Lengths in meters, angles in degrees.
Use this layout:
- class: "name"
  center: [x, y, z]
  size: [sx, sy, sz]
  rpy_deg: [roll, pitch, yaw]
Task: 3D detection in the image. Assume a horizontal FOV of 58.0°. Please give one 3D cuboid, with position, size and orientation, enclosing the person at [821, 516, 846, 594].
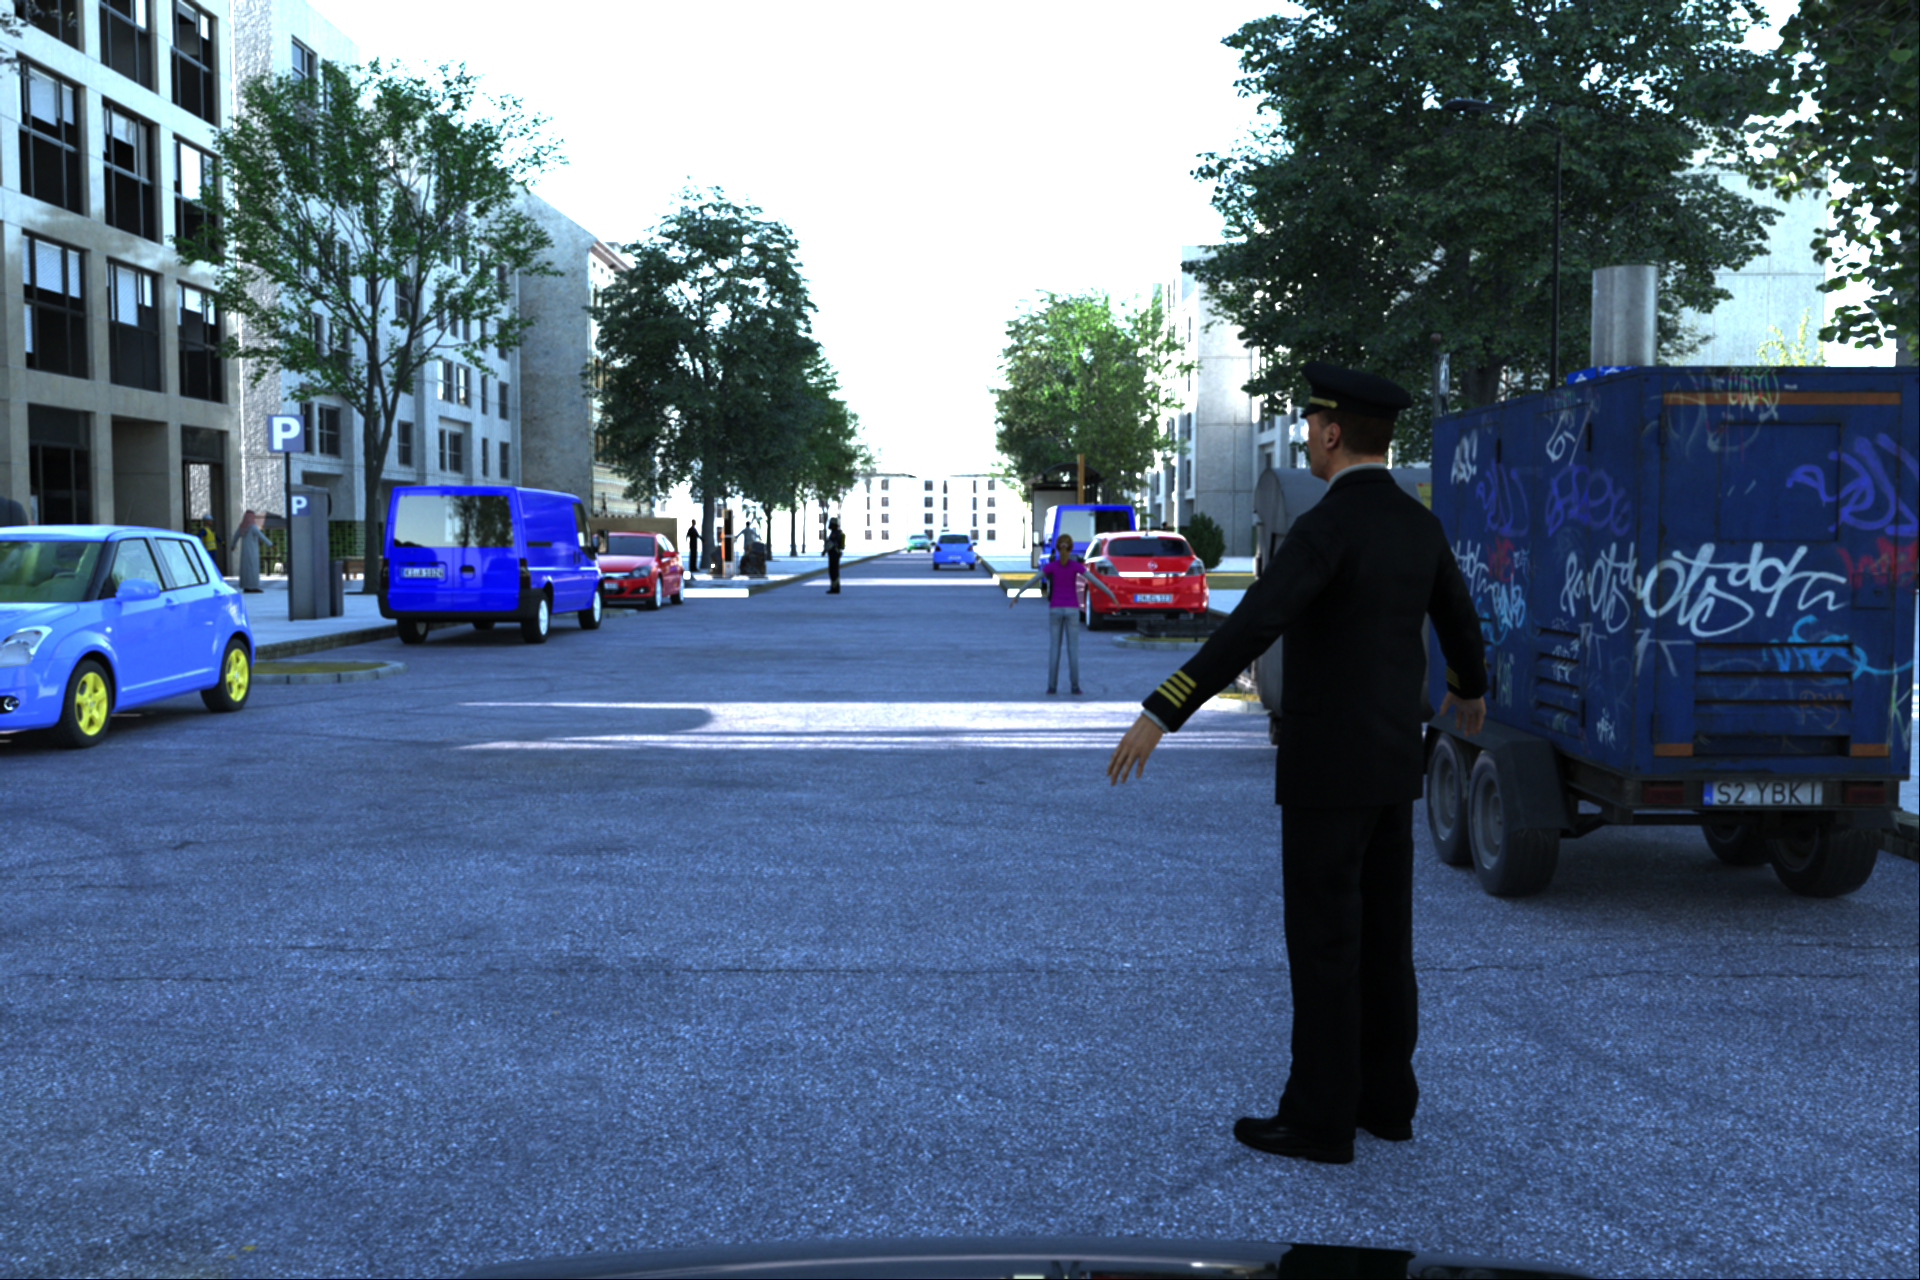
- class: "person"
  center: [-3.058, -2.048, 41.723]
  size: [0.705, 1.856, 1.354]
  rpy_deg: [1, 4, 10]

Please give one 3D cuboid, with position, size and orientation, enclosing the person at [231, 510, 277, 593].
- class: "person"
  center: [-15.481, -1.938, 37.834]
  size: [1.347, 1.811, 0.704]
  rpy_deg: [2, 4, 27]

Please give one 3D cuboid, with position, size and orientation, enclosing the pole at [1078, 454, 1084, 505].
- class: "pole"
  center: [3.085, -3.081, 44.220]
  size: [0.158, 3.312, 0.155]
  rpy_deg: [0, 3, 0]

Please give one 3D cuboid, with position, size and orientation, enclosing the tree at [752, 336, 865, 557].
- class: "tree"
  center: [-9.277, -11.014, 98.198]
  size: [7.486, 12.596, 7.792]
  rpy_deg: [0, 3, 0]

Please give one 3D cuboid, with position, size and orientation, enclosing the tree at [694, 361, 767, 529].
- class: "tree"
  center: [-9.708, -7.538, 73.611]
  size: [4.737, 8.622, 4.395]
  rpy_deg: [0, 3, 0]

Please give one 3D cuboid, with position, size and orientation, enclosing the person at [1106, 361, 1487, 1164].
- class: "person"
  center: [0.889, 0.265, 4.065]
  size: [1.347, 1.837, 0.705]
  rpy_deg: [-3, 5, -41]

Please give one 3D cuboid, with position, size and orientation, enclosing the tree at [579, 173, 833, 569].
- class: "tree"
  center: [-9.142, -9.568, 63.085]
  size: [9.857, 13.997, 8.962]
  rpy_deg: [0, 3, 0]

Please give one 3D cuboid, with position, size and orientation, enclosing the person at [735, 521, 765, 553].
- class: "person"
  center: [-8.475, -3.863, 69.341]
  size: [1.347, 1.806, 0.705]
  rpy_deg: [1, 4, 12]

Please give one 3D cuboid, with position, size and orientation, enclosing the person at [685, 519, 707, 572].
- class: "person"
  center: [-9.014, -3.211, 58.730]
  size: [0.704, 1.802, 1.346]
  rpy_deg: [1, 4, 20]

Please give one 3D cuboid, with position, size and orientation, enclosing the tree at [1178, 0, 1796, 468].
- class: "tree"
  center: [8.364, -7.434, 28.199]
  size: [9.857, 13.997, 8.962]
  rpy_deg: [0, 3, 0]

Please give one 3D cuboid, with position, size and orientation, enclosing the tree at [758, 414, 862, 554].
- class: "tree"
  center: [-9.797, -10.837, 111.597]
  size: [7.601, 10.594, 8.767]
  rpy_deg: [-2, 4, -26]

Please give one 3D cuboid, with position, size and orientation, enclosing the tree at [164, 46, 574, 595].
- class: "tree"
  center: [-12.358, -6.780, 36.605]
  size: [9.928, 11.665, 9.643]
  rpy_deg: [0, 3, 0]

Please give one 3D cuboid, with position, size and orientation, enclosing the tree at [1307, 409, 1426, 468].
- class: "tree"
  center: [14.080, -6.556, 57.561]
  size: [4.360, 8.622, 3.978]
  rpy_deg: [0, 3, 0]

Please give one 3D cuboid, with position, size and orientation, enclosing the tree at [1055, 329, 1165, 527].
- class: "tree"
  center: [5.510, -6.808, 61.665]
  size: [4.737, 8.622, 4.395]
  rpy_deg: [0, 3, 0]

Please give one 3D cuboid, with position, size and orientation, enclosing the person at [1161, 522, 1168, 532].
- class: "person"
  center: [8.952, -4.242, 75.537]
  size: [0.705, 1.806, 1.347]
  rpy_deg: [0, 4, -6]

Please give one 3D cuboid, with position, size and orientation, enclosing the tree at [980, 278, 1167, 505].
- class: "tree"
  center: [5.908, -10.980, 86.174]
  size: [9.857, 13.997, 8.962]
  rpy_deg: [0, 3, 0]

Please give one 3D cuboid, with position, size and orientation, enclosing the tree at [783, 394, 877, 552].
- class: "tree"
  center: [-9.696, -12.150, 124.410]
  size: [9.928, 11.665, 9.643]
  rpy_deg: [0, 3, 0]

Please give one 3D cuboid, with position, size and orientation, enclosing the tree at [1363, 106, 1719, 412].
- class: "tree"
  center: [15.825, -8.463, 48.741]
  size: [12.009, 13.543, 11.850]
  rpy_deg: [0, 3, 0]

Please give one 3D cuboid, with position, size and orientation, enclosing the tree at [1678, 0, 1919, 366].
- class: "tree"
  center: [8.352, -6.302, 9.696]
  size: [9.857, 13.997, 8.962]
  rpy_deg: [0, 3, 0]

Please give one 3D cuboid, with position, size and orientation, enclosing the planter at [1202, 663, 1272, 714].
- class: "planter"
  center: [2.997, 0.397, 14.655]
  size: [1.991, 0.319, 1.994]
  rpy_deg: [0, 4, -1]

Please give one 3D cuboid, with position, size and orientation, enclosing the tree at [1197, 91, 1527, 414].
- class: "tree"
  center: [8.988, -6.940, 39.220]
  size: [9.928, 11.665, 9.643]
  rpy_deg: [0, 3, 0]

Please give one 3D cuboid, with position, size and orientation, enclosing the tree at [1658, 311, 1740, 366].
- class: "tree"
  center: [22.561, -6.499, 56.625]
  size: [4.360, 8.622, 3.978]
  rpy_deg: [0, 3, 0]

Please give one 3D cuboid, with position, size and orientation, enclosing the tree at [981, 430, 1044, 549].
- class: "tree"
  center: [5.440, -13.489, 146.299]
  size: [9.928, 11.665, 9.643]
  rpy_deg: [0, 3, 0]

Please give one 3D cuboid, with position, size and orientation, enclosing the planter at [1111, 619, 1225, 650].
- class: "planter"
  center: [2.982, -0.074, 22.347]
  size: [1.991, 0.319, 1.994]
  rpy_deg: [0, 4, 0]

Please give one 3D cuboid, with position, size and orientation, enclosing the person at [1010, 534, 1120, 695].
- class: "person"
  center: [0.936, -0.231, 15.503]
  size: [0.991, 1.433, 0.599]
  rpy_deg: [0, 4, 6]

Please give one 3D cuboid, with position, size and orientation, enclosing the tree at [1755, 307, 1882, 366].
- class: "tree"
  center: [27.982, -6.538, 57.260]
  size: [4.737, 8.622, 4.395]
  rpy_deg: [0, 3, 0]

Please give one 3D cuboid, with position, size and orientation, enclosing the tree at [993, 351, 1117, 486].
- class: "tree"
  center: [5.481, -10.474, 97.013]
  size: [9.928, 11.665, 9.643]
  rpy_deg: [0, 3, 0]

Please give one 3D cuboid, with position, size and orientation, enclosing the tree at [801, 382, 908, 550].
- class: "tree"
  center: [-9.834, -14.077, 140.531]
  size: [12.009, 13.543, 11.850]
  rpy_deg: [0, 3, 0]

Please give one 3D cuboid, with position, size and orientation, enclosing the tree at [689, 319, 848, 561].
- class: "tree"
  center: [-9.173, -9.574, 82.295]
  size: [9.928, 11.665, 9.643]
  rpy_deg: [0, 3, 0]

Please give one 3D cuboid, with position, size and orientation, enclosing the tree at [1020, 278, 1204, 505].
- class: "tree"
  center: [6.058, -8.875, 70.867]
  size: [9.928, 11.665, 9.643]
  rpy_deg: [0, 3, 0]

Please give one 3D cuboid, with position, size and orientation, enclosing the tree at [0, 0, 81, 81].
- class: "tree"
  center: [-12.206, -6.200, 11.735]
  size: [12.009, 13.543, 11.850]
  rpy_deg: [0, 3, 0]

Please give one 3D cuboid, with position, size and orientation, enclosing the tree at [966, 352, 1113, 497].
- class: "tree"
  center: [6.002, -12.196, 109.770]
  size: [12.009, 13.543, 11.850]
  rpy_deg: [0, 3, 0]

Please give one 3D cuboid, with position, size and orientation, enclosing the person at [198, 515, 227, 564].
- class: "person"
  center: [-18.861, -2.275, 43.661]
  size: [0.721, 1.772, 1.216]
  rpy_deg: [0, 4, 6]

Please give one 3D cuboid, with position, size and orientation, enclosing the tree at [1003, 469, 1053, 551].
- class: "tree"
  center: [5.294, -10.906, 128.669]
  size: [4.737, 8.622, 4.395]
  rpy_deg: [0, 3, 0]
